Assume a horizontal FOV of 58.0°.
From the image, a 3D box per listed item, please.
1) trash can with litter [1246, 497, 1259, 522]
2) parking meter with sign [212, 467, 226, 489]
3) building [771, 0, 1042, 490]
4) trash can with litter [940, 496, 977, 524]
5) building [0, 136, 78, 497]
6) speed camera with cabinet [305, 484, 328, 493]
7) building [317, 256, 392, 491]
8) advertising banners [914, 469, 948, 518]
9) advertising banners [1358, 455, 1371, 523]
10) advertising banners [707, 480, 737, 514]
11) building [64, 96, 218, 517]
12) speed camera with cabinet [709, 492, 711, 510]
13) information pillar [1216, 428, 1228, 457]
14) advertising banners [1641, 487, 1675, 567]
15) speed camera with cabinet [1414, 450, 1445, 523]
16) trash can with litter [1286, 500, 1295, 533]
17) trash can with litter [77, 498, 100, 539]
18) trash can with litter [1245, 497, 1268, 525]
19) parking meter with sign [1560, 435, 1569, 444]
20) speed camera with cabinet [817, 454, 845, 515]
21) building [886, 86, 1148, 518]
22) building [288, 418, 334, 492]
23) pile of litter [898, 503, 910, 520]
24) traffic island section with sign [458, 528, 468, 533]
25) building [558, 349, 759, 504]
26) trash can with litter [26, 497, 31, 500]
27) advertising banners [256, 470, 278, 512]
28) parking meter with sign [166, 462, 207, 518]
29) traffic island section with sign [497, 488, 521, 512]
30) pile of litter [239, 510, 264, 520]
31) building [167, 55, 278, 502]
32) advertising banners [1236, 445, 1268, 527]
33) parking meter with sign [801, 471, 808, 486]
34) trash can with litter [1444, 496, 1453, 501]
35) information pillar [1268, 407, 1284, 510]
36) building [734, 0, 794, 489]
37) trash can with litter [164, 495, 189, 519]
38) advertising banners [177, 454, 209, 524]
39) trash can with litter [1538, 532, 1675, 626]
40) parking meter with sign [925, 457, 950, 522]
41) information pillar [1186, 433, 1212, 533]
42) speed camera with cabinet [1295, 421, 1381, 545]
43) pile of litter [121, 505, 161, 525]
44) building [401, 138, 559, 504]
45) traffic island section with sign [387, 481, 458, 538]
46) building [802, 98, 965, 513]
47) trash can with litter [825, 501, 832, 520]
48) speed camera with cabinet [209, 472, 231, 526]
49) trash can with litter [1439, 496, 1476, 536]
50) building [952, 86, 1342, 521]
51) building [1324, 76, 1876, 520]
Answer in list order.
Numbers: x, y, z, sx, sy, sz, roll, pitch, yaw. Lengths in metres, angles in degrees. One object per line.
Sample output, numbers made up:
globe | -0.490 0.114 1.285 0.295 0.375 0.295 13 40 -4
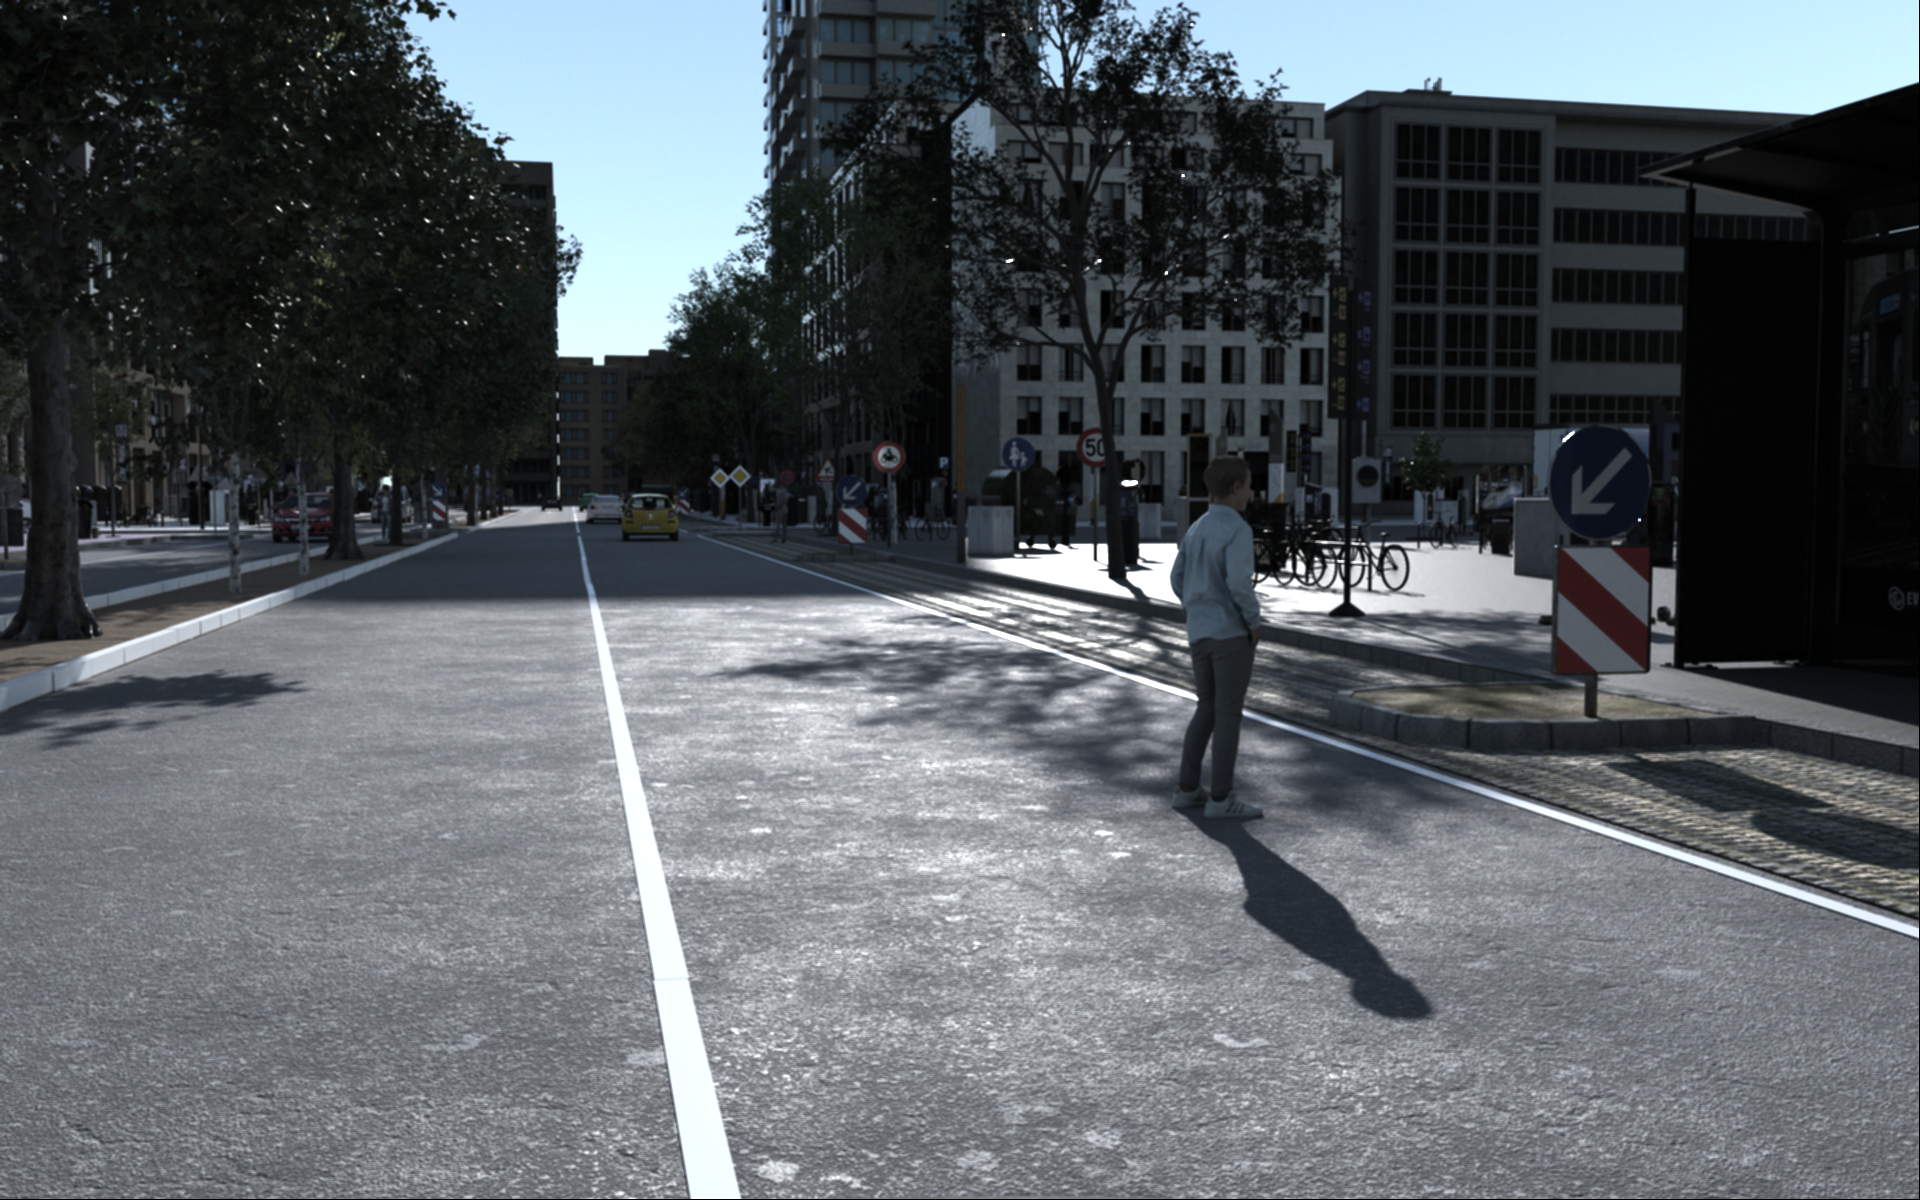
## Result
trash can with litter | 14.364 -4.293 81.242 2.233 1.210 1.678 0 4 -4
parking meter with sign | -47.948 -7.066 111.795 0.543 3.016 1.738 0 4 6
building | -5.600 -33.216 162.696 23.786 49.044 30.456 -1 4 -13
trash can with litter | 0.158 -3.929 75.296 2.233 1.210 1.678 2 4 24
building | -48.210 -15.252 78.248 11.050 23.489 19.941 -1 4 -13
speed camera with cabinet | -40.690 -6.984 108.521 2.038 3.252 0.660 0 4 -3
building | -92.810 -37.528 233.186 30.456 49.044 23.786 -1 4 -13
advertising banners | -1.491 -5.914 92.889 2.074 3.025 0.090 -2 4 -24
advertising banners | 17.866 -4.918 76.593 0.090 3.025 2.074 0 4 -2
advertising banners | -15.025 -6.888 108.805 2.074 3.025 0.090 -2 4 -28
building | -58.298 -18.339 104.360 19.350 26.468 34.151 -1 4 -13
speed camera with cabinet | -18.927 -8.656 135.867 2.038 3.252 0.660 0 4 -3
information pillar | 9.289 -4.289 61.472 0.183 3.616 0.504 -3 5 -43
advertising banners | 13.095 -2.095 30.439 2.074 3.025 0.090 1 4 14
speed camera with cabinet | 20.993 -5.080 77.393 0.660 3.252 2.038 3 4 38
trash can with litter | 10.999 -2.769 56.662 0.624 1.170 1.055 3 5 40
trash can with litter | -25.159 -2.346 49.737 0.624 1.170 1.055 0 4 -6
trash can with litter | 13.274 -3.989 76.610 1.055 1.170 0.624 -1 4 -18
parking meter with sign | 18.317 -3.376 51.451 0.543 3.016 1.738 2 4 34
speed camera with cabinet | -6.354 -5.552 85.117 0.660 3.252 2.038 -2 4 -31
building | 3.053 -16.703 102.764 12.332 23.373 15.834 -1 4 -13
building | -80.140 -20.455 179.472 28.899 21.520 27.650 -1 4 -13
pile of litter | -3.034 -4.463 86.938 1.176 0.858 1.719 1 4 12
traffic island section with sign | -19.253 -3.414 63.961 2.006 1.907 1.989 -1 4 -13
building | -42.441 -24.614 247.480 28.899 21.520 27.650 -1 4 -13
trash can with litter | -41.285 -4.029 77.259 1.055 1.170 0.624 1 4 20
advertising banners | -50.033 -7.844 124.444 2.074 3.025 0.090 -2 4 -34
parking meter with sign | -41.979 -5.969 93.850 1.738 3.016 0.543 -3 5 -45
traffic island section with sign | -35.745 -7.898 137.274 2.006 1.907 1.989 -1 4 -13
pile of litter | -35.013 -4.354 85.157 1.176 0.858 1.719 -2 4 -30
building | -69.016 -50.866 144.336 22.319 86.520 31.000 -1 4 -13
advertising banners | 10.549 -4.063 62.624 0.090 3.025 2.074 3 5 43
parking meter with sign | -11.953 -8.311 132.143 0.543 3.016 1.738 0 4 1
trash can with litter | 29.637 -5.752 105.440 1.055 1.170 0.624 -1 4 -14
information pillar | 8.494 -3.379 46.606 0.183 3.616 0.504 -3 4 -37
building | -13.135 -53.756 191.586 22.319 86.520 31.000 -1 4 -13
trash can with litter | -40.382 -4.867 90.634 2.233 1.210 1.678 1 4 11
advertising banners | -33.001 -4.830 75.152 2.074 3.025 0.090 1 4 8
trash can with litter | 6.585 -0.370 17.103 2.233 1.210 1.678 -2 4 -29
parking meter with sign | -1.079 -5.142 80.333 0.543 3.016 1.738 2 4 25
information pillar | 2.922 -1.020 21.174 0.304 2.012 0.304 1 4 9
speed camera with cabinet | 9.519 -3.015 43.636 2.038 3.252 0.660 0 4 -1
pile of litter | -34.246 -3.568 72.299 1.719 0.858 1.176 2 4 24
building | -66.367 -37.570 237.976 21.600 48.544 21.300 -1 4 -13
traffic island section with sign | -17.637 -2.972 56.732 2.006 1.907 1.989 -1 4 -13
building | 0.133 -19.759 127.582 19.350 26.468 34.151 -1 4 -13
trash can with litter | -6.435 -4.371 82.852 1.055 1.170 0.624 2 4 30
speed camera with cabinet | -29.920 -4.644 70.272 0.660 3.252 2.038 -1 4 -11
trash can with litter | 15.332 -2.603 53.620 1.678 1.210 2.233 2 4 33
building | 8.920 -14.169 86.407 16.860 20.320 10.420 -1 4 -13
building | 32.144 -16.783 93.469 30.058 24.678 14.314 -1 4 -13
